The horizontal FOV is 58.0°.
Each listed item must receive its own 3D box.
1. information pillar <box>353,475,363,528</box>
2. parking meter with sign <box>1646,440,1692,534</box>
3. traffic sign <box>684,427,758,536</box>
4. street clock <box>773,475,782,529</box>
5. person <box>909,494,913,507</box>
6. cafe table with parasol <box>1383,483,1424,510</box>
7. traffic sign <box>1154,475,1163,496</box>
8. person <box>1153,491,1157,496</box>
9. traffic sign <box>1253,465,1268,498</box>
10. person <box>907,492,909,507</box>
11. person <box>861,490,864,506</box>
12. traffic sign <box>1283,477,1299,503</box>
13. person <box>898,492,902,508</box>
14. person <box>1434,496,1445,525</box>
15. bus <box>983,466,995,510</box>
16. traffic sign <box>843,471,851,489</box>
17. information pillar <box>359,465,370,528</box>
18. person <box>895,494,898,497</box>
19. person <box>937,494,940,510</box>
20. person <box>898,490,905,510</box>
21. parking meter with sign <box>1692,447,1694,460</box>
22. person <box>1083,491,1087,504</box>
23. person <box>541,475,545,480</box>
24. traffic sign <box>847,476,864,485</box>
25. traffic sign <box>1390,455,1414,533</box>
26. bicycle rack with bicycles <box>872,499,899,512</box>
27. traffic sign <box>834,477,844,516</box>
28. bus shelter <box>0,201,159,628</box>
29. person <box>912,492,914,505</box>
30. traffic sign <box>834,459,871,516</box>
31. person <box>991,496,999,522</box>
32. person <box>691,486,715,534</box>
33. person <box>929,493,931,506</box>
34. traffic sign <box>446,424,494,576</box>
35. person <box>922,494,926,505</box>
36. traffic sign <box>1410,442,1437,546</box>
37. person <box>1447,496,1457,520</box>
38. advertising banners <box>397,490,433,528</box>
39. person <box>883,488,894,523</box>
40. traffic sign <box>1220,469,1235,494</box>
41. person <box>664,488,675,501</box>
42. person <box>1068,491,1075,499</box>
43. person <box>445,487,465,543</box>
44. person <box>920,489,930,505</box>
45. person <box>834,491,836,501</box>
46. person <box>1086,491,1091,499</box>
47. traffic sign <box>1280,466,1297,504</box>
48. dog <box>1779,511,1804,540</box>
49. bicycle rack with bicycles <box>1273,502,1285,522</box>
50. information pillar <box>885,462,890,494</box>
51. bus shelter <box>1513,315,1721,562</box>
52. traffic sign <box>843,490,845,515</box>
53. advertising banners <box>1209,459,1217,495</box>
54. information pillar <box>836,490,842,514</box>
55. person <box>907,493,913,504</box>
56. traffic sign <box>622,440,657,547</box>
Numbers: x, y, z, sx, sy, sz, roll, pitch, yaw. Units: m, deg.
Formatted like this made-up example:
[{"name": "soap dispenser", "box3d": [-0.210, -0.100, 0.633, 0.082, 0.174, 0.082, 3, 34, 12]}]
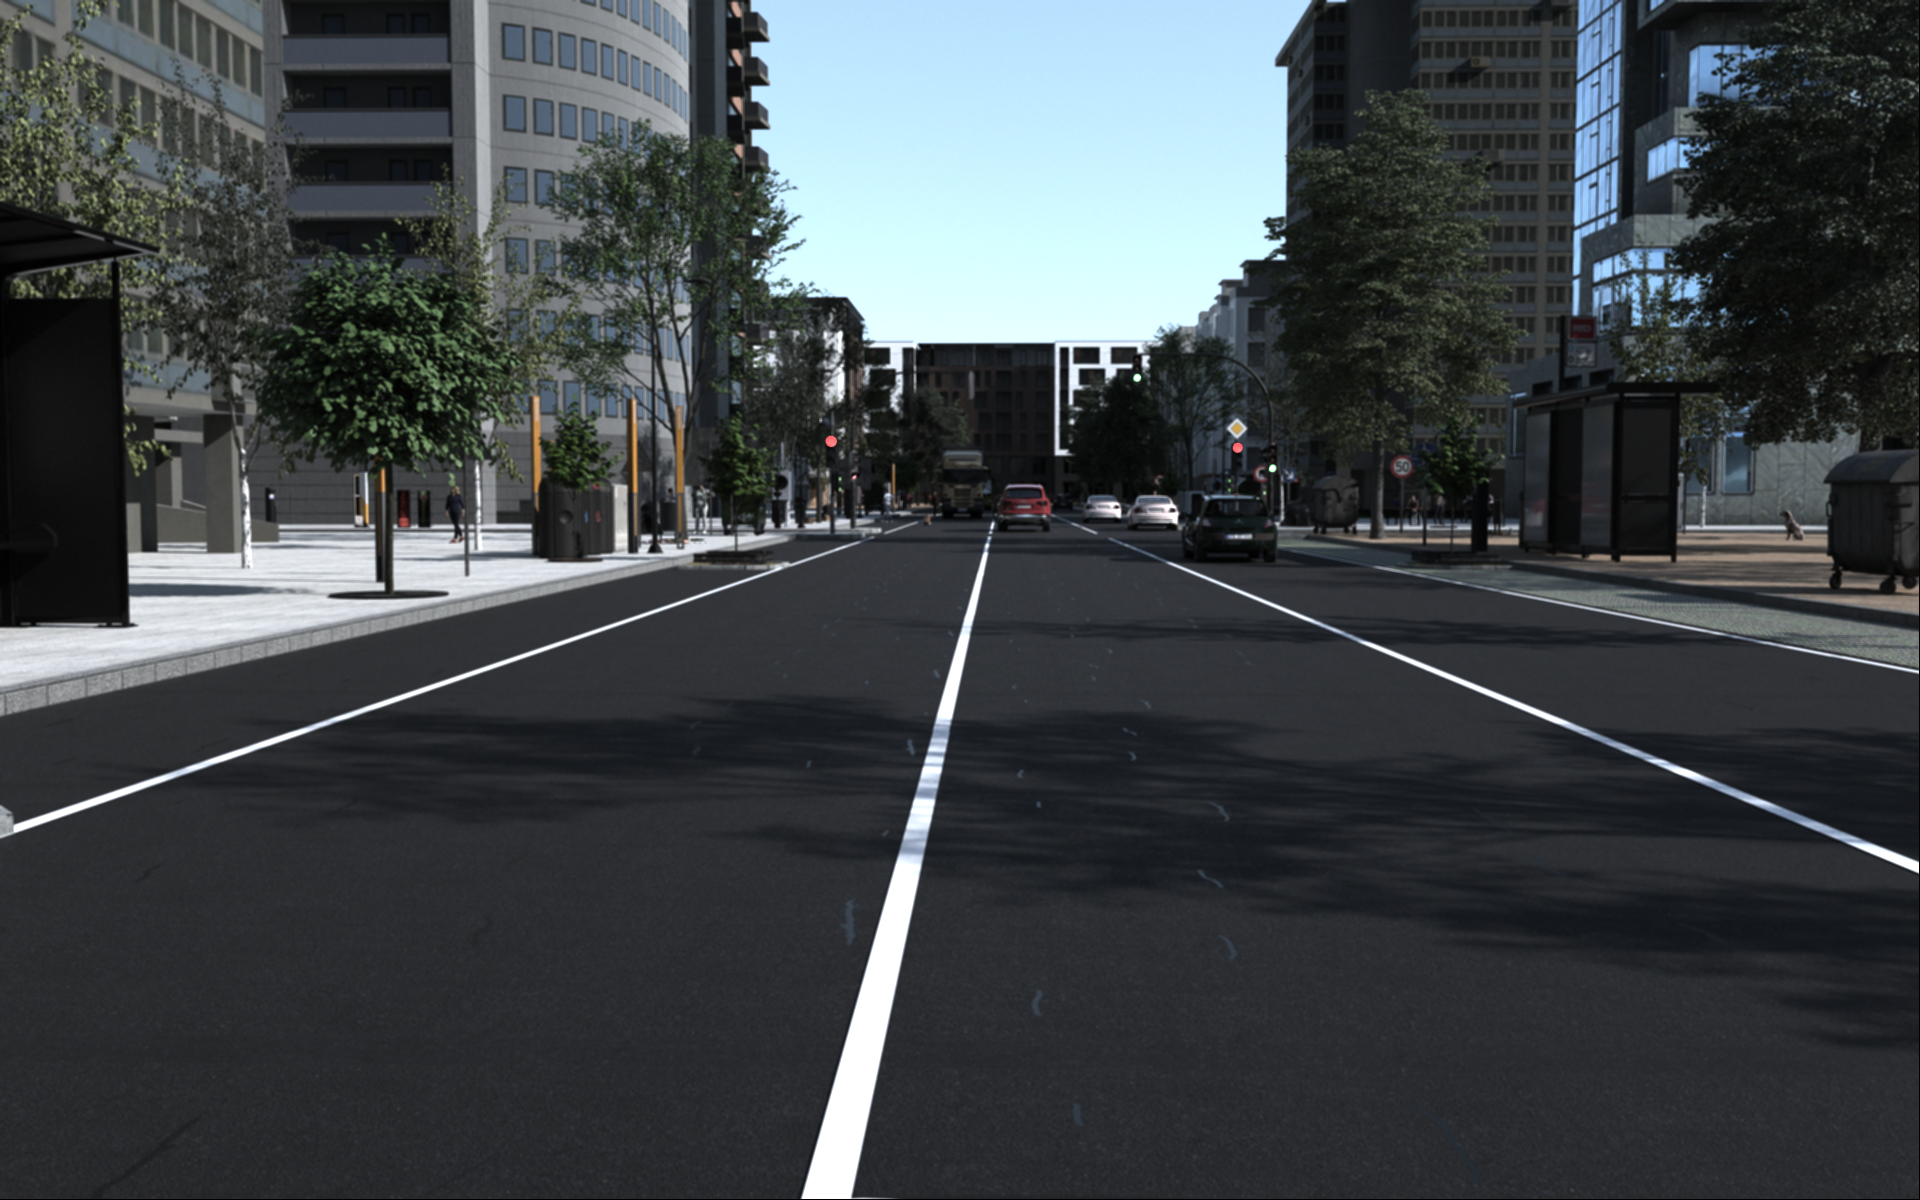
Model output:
[{"name": "information pillar", "box3d": [-23.066, -3.784, 66.360, 0.304, 2.012, 0.304, -2, 4, -28]}, {"name": "parking meter with sign", "box3d": [22.474, -3.640, 55.781, 1.738, 3.016, 0.543, 1, 4, 14]}, {"name": "traffic sign", "box3d": [-7.288, -3.604, 52.797, 2.265, 3.308, 0.079, 0, 4, 2]}, {"name": "street clock", "box3d": [-6.791, -3.663, 64.464, 0.358, 2.002, 0.471, 1, 4, 13]}, {"name": "person", "box3d": [-4.678, -9.740, 165.973, 0.721, 1.739, 1.217, 1, 4, 11]}, {"name": "cafe table with parasol", "box3d": [26.932, -6.143, 105.296, 2.610, 1.966, 2.610, 2, 4, 25]}, {"name": "traffic sign", "box3d": [13.457, -7.124, 116.578, 0.768, 2.556, 0.104, 0, 4, 6]}, {"name": "person", "box3d": [9.131, -4.316, 81.123, 0.319, 1.574, 0.516, -2, 4, -29]}, {"name": "traffic sign", "box3d": [13.203, -4.628, 75.780, 0.768, 2.556, 0.104, 0, 4, 5]}, {"name": "person", "box3d": [-5.239, -9.954, 169.327, 0.750, 1.759, 0.617, -2, 4, -31]}, {"name": "person", "box3d": [-10.103, -10.504, 178.228, 0.568, 1.767, 0.683, 3, 5, 39]}, {"name": "traffic sign", "box3d": [14.799, -4.762, 77.864, 0.884, 2.594, 0.081, 0, 4, 2]}, {"name": "person", "box3d": [-5.428, -9.292, 158.638, 0.551, 1.740, 0.621, 0, 4, 0]}, {"name": "person", "box3d": [20.067, -4.014, 72.198, 0.617, 1.759, 0.750, -1, 4, -18]}, {"name": "bus", "box3d": [1.653, -10.039, 155.685, 2.896, 3.916, 12.252, 0, 4, 1]}, {"name": "traffic sign", "box3d": [-6.157, -5.920, 96.891, 0.768, 2.556, 0.104, 0, 4, 4]}, {"name": "information pillar", "box3d": [-22.606, -4.543, 65.640, 0.504, 3.616, 0.183, 3, 5, 42]}, {"name": "person", "box3d": [-5.879, -10.259, 173.792, 1.348, 1.821, 0.705, -1, 4, -15]}, {"name": "person", "box3d": [-2.016, -8.941, 157.906, 0.599, 1.433, 0.991, 0, 4, 2]}, {"name": "person", "box3d": [-4.799, -8.236, 140.577, 0.709, 1.838, 0.599, 1, 4, 23]}, {"name": "parking meter with sign", "box3d": [26.000, -4.094, 63.192, 1.738, 3.016, 0.543, -2, 4, -35]}, {"name": "person", "box3d": [13.339, -10.648, 183.309, 0.721, 1.735, 1.217, -2, 4, -24]}, {"name": "person", "box3d": [-11.555, -2.567, 48.141, 0.598, 1.807, 0.434, -1, 4, -9]}, {"name": "traffic sign", "box3d": [-5.368, -5.429, 88.768, 0.884, 2.594, 0.081, 0, 4, 6]}, {"name": "traffic sign", "box3d": [14.403, -3.446, 56.450, 0.768, 2.556, 0.104, 1, 4, 11]}, {"name": "bicycle rack with bicycles", "box3d": [-5.450, -6.727, 123.360, 2.852, 0.926, 2.925, 0, 4, 1]}, {"name": "traffic sign", "box3d": [-6.958, -6.049, 99.005, 0.768, 2.556, 0.104, 0, 4, 6]}, {"name": "bus shelter", "box3d": [-8.554, -1.363, 13.567, 1.731, 3.624, 6.357, 0, 4, 1]}, {"name": "person", "box3d": [-5.812, -12.191, 205.232, 0.709, 1.838, 0.599, 2, 4, 28]}, {"name": "traffic sign", "box3d": [-6.263, -6.510, 100.309, 2.265, 3.308, 0.079, 0, 4, 3]}, {"name": "person", "box3d": [1.888, -4.747, 90.025, 0.435, 1.345, 0.340, -3, 5, -40]}, {"name": "person", "box3d": [-8.362, -3.011, 55.998, 0.841, 1.734, 0.376, 1, 4, 21]}, {"name": "person", "box3d": [-3.330, -11.272, 193.607, 0.557, 1.426, 1.065, 0, 4, 5]}, {"name": "traffic sign", "box3d": [-7.682, -1.647, 26.926, 0.884, 2.594, 0.081, 0, 4, 3]}, {"name": "person", "box3d": [-4.086, -12.390, 208.575, 1.348, 1.831, 0.705, 2, 4, 31]}, {"name": "traffic sign", "box3d": [11.496, -2.610, 42.783, 0.768, 2.556, 0.104, 0, 4, 4]}, {"name": "person", "box3d": [23.988, -4.656, 84.442, 0.482, 1.546, 0.388, 0, 4, -3]}, {"name": "advertising banners", "box3d": [-21.019, -4.238, 65.484, 2.074, 3.025, 0.090, 0, 4, -5]}, {"name": "person", "box3d": [-3.640, -4.741, 86.744, 0.376, 1.734, 0.841, 3, 4, 37]}, {"name": "traffic sign", "box3d": [13.539, -5.350, 87.583, 0.768, 2.556, 0.104, 0, 4, 6]}, {"name": "person", "box3d": [-12.012, -3.858, 71.594, 0.523, 1.526, 0.387, 0, 4, 8]}, {"name": "person", "box3d": [12.721, -11.817, 201.713, 1.348, 1.823, 0.705, 2, 4, 26]}, {"name": "person", "box3d": [-13.305, -2.271, 45.712, 0.480, 1.512, 0.613, 0, 4, -3]}, {"name": "person", "box3d": [-3.934, -11.839, 199.570, 1.348, 1.831, 0.705, 0, 4, -2]}, {"name": "person", "box3d": [-11.305, -9.187, 156.969, 0.721, 1.743, 1.217, 0, 4, -7]}, {"name": "person", "box3d": [13.279, -10.393, 179.152, 0.721, 1.735, 1.217, -1, 4, -16]}, {"name": "traffic sign", "box3d": [14.655, -4.725, 77.355, 0.768, 2.556, 0.104, 0, 4, 5]}, {"name": "dog", "box3d": [23.329, -2.077, 48.331, 0.513, 0.831, 0.800, -1, 4, -10]}, {"name": "bicycle rack with bicycles", "box3d": [13.913, -4.101, 80.441, 2.925, 0.926, 2.852, -1, 4, -11]}, {"name": "information pillar", "box3d": [-5.314, -8.276, 126.674, 0.504, 3.616, 0.183, 3, 5, 42]}, {"name": "bus shelter", "box3d": [13.224, -3.607, 36.613, 2.179, 5.291, 8.768, 0, 4, 1]}, {"name": "traffic sign", "box3d": [-6.975, -6.368, 104.122, 0.884, 2.594, 0.081, 1, 4, 9]}, {"name": "advertising banners", "box3d": [12.577, -5.507, 86.225, 0.090, 3.025, 2.074, 0, 4, 0]}, {"name": "information pillar", "box3d": [-7.597, -6.383, 108.854, 0.304, 2.012, 0.304, 1, 4, 11]}, {"name": "person", "box3d": [-4.993, -9.443, 163.700, 1.065, 1.426, 0.557, 1, 4, 11]}, {"name": "traffic sign", "box3d": [-7.698, -2.542, 41.570, 0.884, 2.594, 0.081, 0, 4, 7]}]
